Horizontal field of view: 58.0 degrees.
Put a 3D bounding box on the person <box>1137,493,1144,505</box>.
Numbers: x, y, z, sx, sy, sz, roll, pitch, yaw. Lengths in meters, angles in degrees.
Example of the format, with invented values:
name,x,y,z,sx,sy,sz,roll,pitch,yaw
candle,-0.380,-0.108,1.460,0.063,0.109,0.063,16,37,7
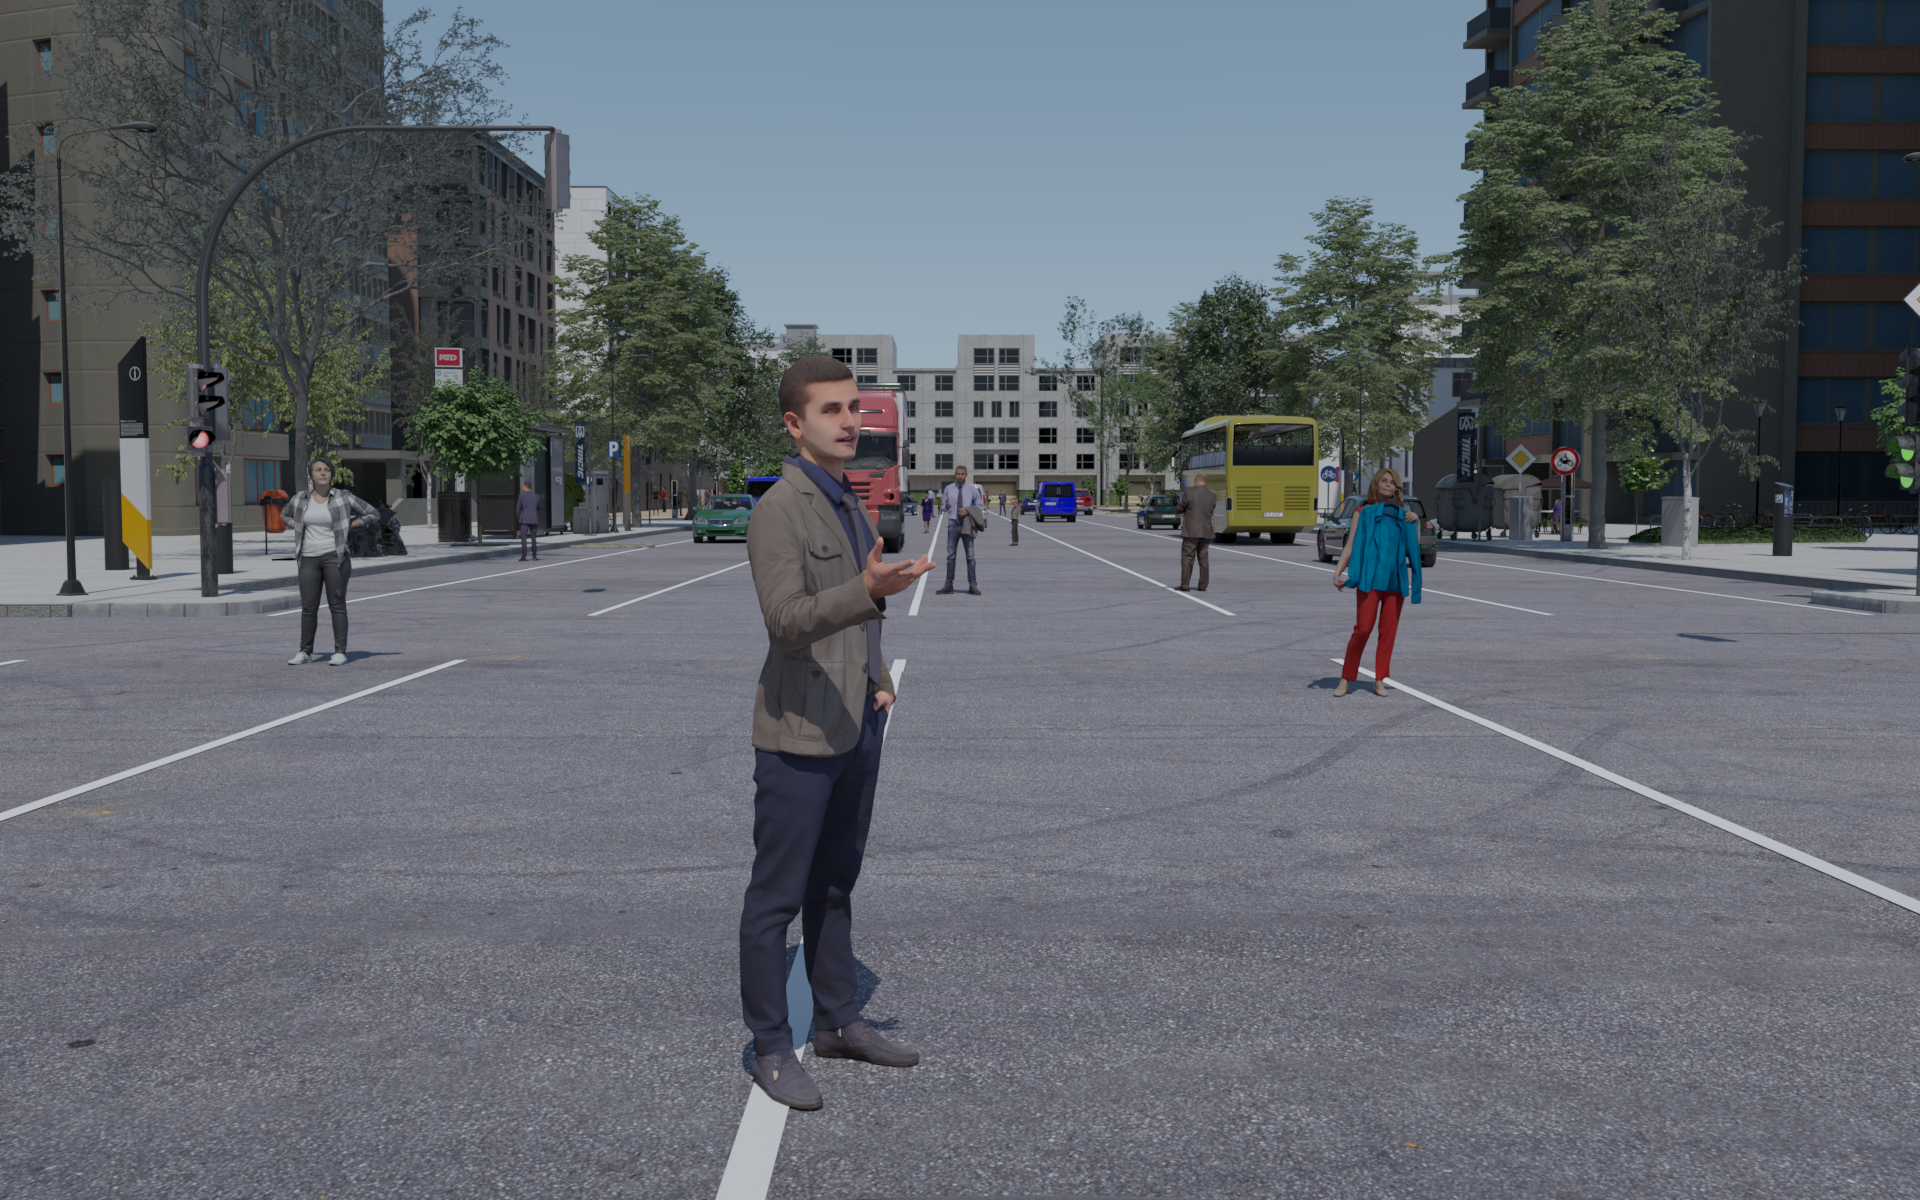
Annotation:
name,x,y,z,sx,sy,sz,roll,pitch,yaw
person,17.077,-9.465,164.033,0.697,1.427,0.421,0,4,-6

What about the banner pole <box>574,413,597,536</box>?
name,x,y,z,sx,sy,sz,roll,pitch,yaw
banner pole,-11.518,-3.858,53.098,0.401,3.779,0.863,2,4,32

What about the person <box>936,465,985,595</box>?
name,x,y,z,sx,sy,sz,roll,pitch,yaw
person,-0.006,-0.988,24.521,0.709,1.838,0.599,0,4,7

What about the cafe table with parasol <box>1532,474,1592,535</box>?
name,x,y,z,sx,sy,sz,roll,pitch,yaw
cafe table with parasol,19.159,-3.070,55.062,2.610,1.966,2.610,0,4,-3

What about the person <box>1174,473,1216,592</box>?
name,x,y,z,sx,sy,sz,roll,pitch,yaw
person,3.453,-1.003,25.586,0.600,1.739,0.565,3,5,42

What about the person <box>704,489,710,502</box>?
name,x,y,z,sx,sy,sz,roll,pitch,yaw
person,-15.340,-6.003,105.118,0.530,1.710,0.541,-1,4,-23

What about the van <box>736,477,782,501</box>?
name,x,y,z,sx,sy,sz,roll,pitch,yaw
van,-6.419,-3.395,59.887,2.240,2.365,5.245,0,3,0

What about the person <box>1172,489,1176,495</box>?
name,x,y,z,sx,sy,sz,roll,pitch,yaw
person,18.975,-9.034,154.472,0.721,1.735,1.217,2,4,28

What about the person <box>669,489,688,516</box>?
name,x,y,z,sx,sy,sz,roll,pitch,yaw
person,-16.450,-5.834,101.446,1.348,1.821,0.705,1,4,12

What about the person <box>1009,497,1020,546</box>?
name,x,y,z,sx,sy,sz,roll,pitch,yaw
person,1.487,-2.175,47.970,0.340,1.345,0.435,-1,4,-10

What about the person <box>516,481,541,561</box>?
name,x,y,z,sx,sy,sz,roll,pitch,yaw
person,-9.214,-1.688,37.013,0.541,1.710,0.530,-1,4,-22

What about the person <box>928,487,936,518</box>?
name,x,y,z,sx,sy,sz,roll,pitch,yaw
person,-1.733,-5.915,105.082,0.709,1.838,0.599,2,4,23

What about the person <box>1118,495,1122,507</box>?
name,x,y,z,sx,sy,sz,roll,pitch,yaw
person,16.508,-10.394,178.573,0.705,1.807,1.348,1,4,12

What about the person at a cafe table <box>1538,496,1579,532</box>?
name,x,y,z,sx,sy,sz,roll,pitch,yaw
person at a cafe table,20.150,-2.930,58.772,1.726,1.238,1.698,-3,5,-41

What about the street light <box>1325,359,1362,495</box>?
name,x,y,z,sx,sy,sz,roll,pitch,yaw
street light,13.286,-5.339,59.829,1.470,5.913,1.316,0,4,0

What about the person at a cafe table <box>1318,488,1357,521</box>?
name,x,y,z,sx,sy,sz,roll,pitch,yaw
person at a cafe table,15.262,-3.657,68.303,1.698,1.524,1.622,-2,4,-35

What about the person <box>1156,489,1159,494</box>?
name,x,y,z,sx,sy,sz,roll,pitch,yaw
person,18.529,-9.592,163.593,0.721,1.735,1.217,-1,4,-21

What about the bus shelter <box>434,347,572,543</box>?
name,x,y,z,sx,sy,sz,roll,pitch,yaw
bus shelter,-13.248,-4.425,49.986,2.179,5.291,8.768,0,4,0

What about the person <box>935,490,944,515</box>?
name,x,y,z,sx,sy,sz,roll,pitch,yaw
person,-1.304,-6.821,120.755,1.217,1.736,0.721,-3,5,-39

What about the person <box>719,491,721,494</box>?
name,x,y,z,sx,sy,sz,roll,pitch,yaw
person,-13.925,-5.643,98.967,0.551,1.740,0.621,-3,5,-40

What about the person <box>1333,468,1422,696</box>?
name,x,y,z,sx,sy,sz,roll,pitch,yaw
person,2.964,-0.126,12.271,0.593,1.614,0.444,1,4,21

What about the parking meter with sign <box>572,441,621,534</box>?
name,x,y,z,sx,sy,sz,roll,pitch,yaw
parking meter with sign,-11.749,-3.651,55.951,0.543,3.016,1.738,2,4,35

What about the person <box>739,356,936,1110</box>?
name,x,y,z,sx,sy,sz,roll,pitch,yaw
person,-0.210,0.301,4.115,0.750,1.759,0.617,3,4,38

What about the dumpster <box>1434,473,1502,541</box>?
name,x,y,z,sx,sy,sz,roll,pitch,yaw
dumpster,14.076,-2.599,48.249,1.264,1.857,1.865,0,4,0

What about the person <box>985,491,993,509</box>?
name,x,y,z,sx,sy,sz,roll,pitch,yaw
person,2.670,-9.609,166.291,1.217,1.739,0.721,-2,4,-35

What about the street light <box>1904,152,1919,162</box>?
name,x,y,z,sx,sy,sz,roll,pitch,yaw
street light,13.539,-3.131,23.731,1.470,5.913,1.316,0,4,0

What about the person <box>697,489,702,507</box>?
name,x,y,z,sx,sy,sz,roll,pitch,yaw
person,-21.344,-8.281,141.300,0.599,1.838,0.709,2,4,31

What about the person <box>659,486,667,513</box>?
name,x,y,z,sx,sy,sz,roll,pitch,yaw
person,-20.655,-7.015,120.682,0.705,1.831,1.348,-2,4,-30

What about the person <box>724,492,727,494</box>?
name,x,y,z,sx,sy,sz,roll,pitch,yaw
person,-16.411,-6.945,122.832,0.697,1.427,0.421,-1,4,-16

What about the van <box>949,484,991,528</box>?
name,x,y,z,sx,sy,sz,roll,pitch,yaw
van,0.336,-4.122,74.405,2.013,2.044,4.112,0,4,0

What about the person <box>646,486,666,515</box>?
name,x,y,z,sx,sy,sz,roll,pitch,yaw
person,-18.416,-6.012,104.862,1.217,1.766,0.721,-1,4,-11

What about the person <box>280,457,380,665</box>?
name,x,y,z,sx,sy,sz,roll,pitch,yaw
person,-5.338,-0.326,14.558,0.841,1.734,0.376,0,4,5

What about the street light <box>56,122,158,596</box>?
name,x,y,z,sx,sy,sz,roll,pitch,yaw
street light,-10.713,-3.011,21.775,1.470,5.913,1.316,0,4,0

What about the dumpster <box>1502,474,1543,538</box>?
name,x,y,z,sx,sy,sz,roll,pitch,yaw
dumpster,16.356,-2.777,51.164,1.264,1.857,1.865,0,4,0

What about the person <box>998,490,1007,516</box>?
name,x,y,z,sx,sy,sz,roll,pitch,yaw
person,2.749,-6.305,112.498,0.541,1.710,0.530,1,4,20

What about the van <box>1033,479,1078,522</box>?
name,x,y,z,sx,sy,sz,roll,pitch,yaw
van,4.934,-5.190,89.240,2.240,2.365,5.245,0,3,0

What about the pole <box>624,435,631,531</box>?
name,x,y,z,sx,sy,sz,roll,pitch,yaw
pole,-11.496,-4.036,59.827,0.158,3.312,0.155,0,3,0

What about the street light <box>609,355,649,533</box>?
name,x,y,z,sx,sy,sz,roll,pitch,yaw
street light,-11.038,-5.214,57.789,1.470,5.913,1.316,0,4,0

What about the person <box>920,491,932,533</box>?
name,x,y,z,sx,sy,sz,roll,pitch,yaw
person,-1.225,-3.196,63.126,0.453,1.535,0.546,0,4,-4

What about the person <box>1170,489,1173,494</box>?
name,x,y,z,sx,sy,sz,roll,pitch,yaw
person,20.749,-9.966,168.997,1.348,1.822,0.705,-3,5,-42
